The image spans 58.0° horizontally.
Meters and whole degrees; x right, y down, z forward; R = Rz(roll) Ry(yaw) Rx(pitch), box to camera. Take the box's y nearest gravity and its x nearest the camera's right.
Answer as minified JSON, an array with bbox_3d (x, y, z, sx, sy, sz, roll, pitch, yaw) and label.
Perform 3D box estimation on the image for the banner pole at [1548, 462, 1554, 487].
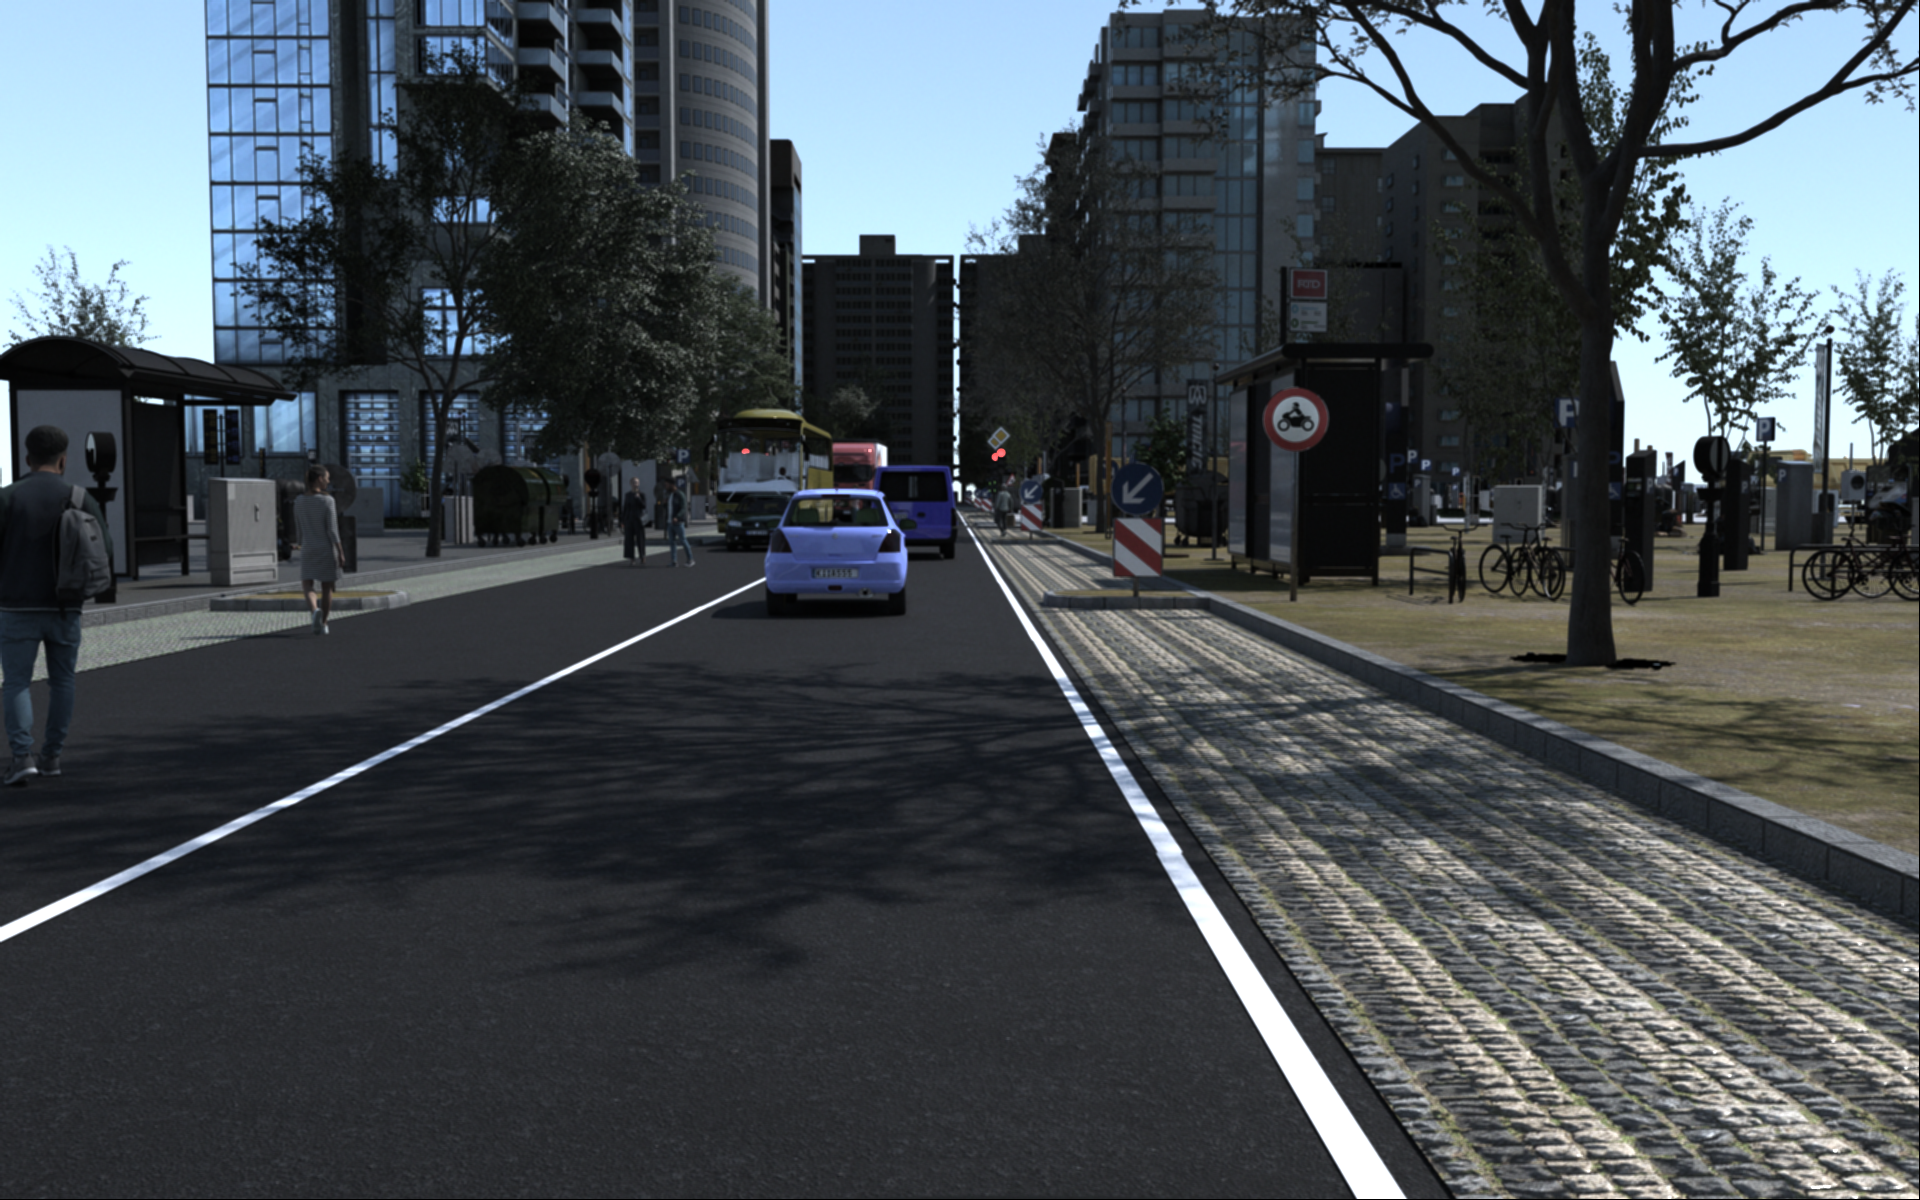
[{"bbox_3d":[46.461,-8.949,136.336,0.401,3.779,0.863,-1,4,-15],"label":"banner pole"}]

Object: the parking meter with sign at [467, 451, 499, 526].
[{"bbox_3d":[-19.602,-4.518,70.134,1.738,3.016,0.543,-2,4,-31],"label":"parking meter with sign"}]

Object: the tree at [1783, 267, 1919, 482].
[{"bbox_3d":[29.915,-6.458,55.953,4.737,8.622,4.395,0,3,0],"label":"tree"}]

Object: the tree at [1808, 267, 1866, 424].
[{"bbox_3d":[18.893,-5.651,42.752,4.737,8.622,4.395,0,3,0],"label":"tree"}]

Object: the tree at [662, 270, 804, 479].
[{"bbox_3d":[-11.724,-10.406,88.266,7.486,12.596,7.792,0,3,0],"label":"tree"}]

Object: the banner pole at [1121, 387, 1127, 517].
[{"bbox_3d":[3.839,-3.088,40.503,0.401,3.779,0.863,0,4,-1],"label":"banner pole"}]

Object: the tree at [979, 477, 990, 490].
[{"bbox_3d":[2.818,-12.018,191.099,1.663,3.219,1.824,0,3,0],"label":"tree"}]

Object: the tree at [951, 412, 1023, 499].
[{"bbox_3d":[3.263,-18.735,223.328,9.611,12.733,9.660,0,3,0],"label":"tree"}]

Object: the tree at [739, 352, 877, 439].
[{"bbox_3d":[-11.336,-10.852,111.849,8.767,10.594,7.601,-3,5,-42],"label":"tree"}]

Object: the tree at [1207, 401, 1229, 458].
[{"bbox_3d":[20.387,-11.203,133.538,4.360,8.622,3.978,0,3,0],"label":"tree"}]

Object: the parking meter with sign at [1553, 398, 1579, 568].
[{"bbox_3d":[10.858,-2.098,30.560,0.543,3.016,1.738,1,4,11],"label":"parking meter with sign"}]

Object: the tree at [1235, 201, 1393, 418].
[{"bbox_3d":[9.093,-5.753,44.426,4.360,8.622,3.978,0,3,0],"label":"tree"}]

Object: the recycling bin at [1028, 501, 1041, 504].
[{"bbox_3d":[3.757,-4.492,86.001,0.722,1.027,0.722,0,4,-4],"label":"recycling bin"}]

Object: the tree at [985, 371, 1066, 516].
[{"bbox_3d":[3.762,-9.144,99.863,4.737,8.622,4.395,0,3,0],"label":"tree"}]

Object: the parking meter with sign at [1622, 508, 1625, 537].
[{"bbox_3d":[19.053,-3.414,52.081,1.738,3.016,0.543,1,4,15],"label":"parking meter with sign"}]

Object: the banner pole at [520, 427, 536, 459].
[{"bbox_3d":[-16.193,-4.566,64.669,0.863,3.779,0.401,1,4,11],"label":"banner pole"}]

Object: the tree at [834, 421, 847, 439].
[{"bbox_3d":[-13.003,-13.611,172.906,4.737,8.622,4.395,0,3,0],"label":"tree"}]

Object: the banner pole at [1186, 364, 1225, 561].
[{"bbox_3d":[4.698,-2.647,33.296,0.863,3.779,0.401,-1,4,-20],"label":"banner pole"}]

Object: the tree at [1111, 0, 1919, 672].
[{"bbox_3d":[4.653,-6.251,12.568,12.009,13.543,11.850,0,3,0],"label":"tree"}]

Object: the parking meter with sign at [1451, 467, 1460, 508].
[{"bbox_3d":[32.114,-7.102,112.378,0.543,3.016,1.738,1,4,19],"label":"parking meter with sign"}]

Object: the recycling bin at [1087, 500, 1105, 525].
[{"bbox_3d":[5.702,-3.575,71.010,0.722,1.027,0.722,-3,5,-45],"label":"recycling bin"}]

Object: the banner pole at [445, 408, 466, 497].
[{"bbox_3d":[-14.567,-3.683,50.229,0.863,3.779,0.401,-3,5,-43],"label":"banner pole"}]

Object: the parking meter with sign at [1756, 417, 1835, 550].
[{"bbox_3d":[19.092,-2.647,39.545,1.738,3.016,0.543,-1,4,-12],"label":"parking meter with sign"}]

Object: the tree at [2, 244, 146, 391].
[{"bbox_3d":[-25.738,-6.148,50.885,4.360,8.622,3.978,0,3,0],"label":"tree"}]

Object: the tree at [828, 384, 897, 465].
[{"bbox_3d":[-11.751,-17.941,199.998,9.857,13.997,8.962,0,3,0],"label":"tree"}]

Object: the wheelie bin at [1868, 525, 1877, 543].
[{"bbox_3d":[24.442,-2.325,45.919,0.693,1.594,0.980,1,4,8],"label":"wheelie bin"}]

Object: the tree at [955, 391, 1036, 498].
[{"bbox_3d":[3.023,-13.043,147.668,7.601,10.594,8.767,0,3,0],"label":"tree"}]

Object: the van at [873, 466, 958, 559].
[{"bbox_3d":[-1.104,-2.175,39.945,2.240,2.365,5.245,0,4,-2],"label":"van"}]

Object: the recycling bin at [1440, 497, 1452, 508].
[{"bbox_3d":[42.252,-8.438,150.523,0.722,1.027,0.722,-3,4,-36],"label":"recycling bin"}]

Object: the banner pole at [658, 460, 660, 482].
[{"bbox_3d":[-14.621,-5.638,82.199,0.863,3.779,0.401,-1,4,-21],"label":"banner pole"}]

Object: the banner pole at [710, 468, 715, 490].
[{"bbox_3d":[-19.238,-8.905,135.610,0.863,3.779,0.401,1,4,18],"label":"banner pole"}]

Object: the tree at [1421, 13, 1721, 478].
[{"bbox_3d":[9.449,-4.645,26.306,4.737,8.622,4.395,0,3,0],"label":"tree"}]

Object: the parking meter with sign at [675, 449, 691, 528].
[{"bbox_3d":[-10.650,-4.279,66.222,0.543,3.016,1.738,0,4,-3],"label":"parking meter with sign"}]

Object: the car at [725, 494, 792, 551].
[{"bbox_3d":[-4.973,-2.134,44.673,2.009,1.686,4.222,0,4,1],"label":"car"}]

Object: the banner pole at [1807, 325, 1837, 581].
[{"bbox_3d":[12.708,-2.173,25.549,0.401,3.779,0.863,3,5,42],"label":"banner pole"}]

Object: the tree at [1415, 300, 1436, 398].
[{"bbox_3d":[16.719,-6.463,56.026,4.360,8.622,3.978,0,3,0],"label":"tree"}]

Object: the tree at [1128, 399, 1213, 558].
[{"bbox_3d":[4.288,-2.481,35.166,1.663,3.219,1.824,0,3,0],"label":"tree"}]

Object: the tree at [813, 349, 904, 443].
[{"bbox_3d":[-13.492,-22.807,228.789,12.611,20.169,13.585,0,3,0],"label":"tree"}]

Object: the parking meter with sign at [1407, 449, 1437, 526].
[{"bbox_3d":[18.255,-4.411,68.374,0.543,3.016,1.738,3,5,43],"label":"parking meter with sign"}]

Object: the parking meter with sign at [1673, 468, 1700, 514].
[{"bbox_3d":[47.938,-7.210,114.151,1.738,3.016,0.543,-1,4,-12],"label":"parking meter with sign"}]

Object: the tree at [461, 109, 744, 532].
[{"bbox_3d":[-11.935,-9.252,57.928,9.857,13.997,8.962,0,3,0],"label":"tree"}]

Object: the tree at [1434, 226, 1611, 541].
[{"bbox_3d":[16.025,-5.962,47.836,4.360,8.622,3.978,0,3,0],"label":"tree"}]

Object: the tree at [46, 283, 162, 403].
[{"bbox_3d":[-29.467,-6.711,60.088,4.737,8.622,4.395,0,3,0],"label":"tree"}]

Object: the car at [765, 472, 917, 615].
[{"bbox_3d":[-1.510,-0.750,21.861,1.945,1.707,3.694,0,4,-2],"label":"car"}]

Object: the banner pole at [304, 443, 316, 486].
[{"bbox_3d":[-31.788,-5.789,84.670,0.401,3.779,0.863,2,4,34],"label":"banner pole"}]

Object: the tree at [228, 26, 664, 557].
[{"bbox_3d":[-10.481,-6.140,34.799,7.601,10.594,8.767,2,4,35],"label":"tree"}]

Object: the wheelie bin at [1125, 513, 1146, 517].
[{"bbox_3d":[6.057,-3.162,59.600,0.693,1.594,0.980,-3,4,-38],"label":"wheelie bin"}]

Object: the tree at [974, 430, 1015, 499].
[{"bbox_3d":[3.571,-15.256,199.802,4.360,8.622,3.978,0,3,0],"label":"tree"}]

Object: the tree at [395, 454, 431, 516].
[{"bbox_3d":[-25.720,-5.367,82.357,1.663,3.219,1.824,0,3,0],"label":"tree"}]

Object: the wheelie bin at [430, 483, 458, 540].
[{"bbox_3d":[-14.340,-2.467,48.238,0.693,1.594,0.980,-3,4,-36],"label":"wheelie bin"}]
